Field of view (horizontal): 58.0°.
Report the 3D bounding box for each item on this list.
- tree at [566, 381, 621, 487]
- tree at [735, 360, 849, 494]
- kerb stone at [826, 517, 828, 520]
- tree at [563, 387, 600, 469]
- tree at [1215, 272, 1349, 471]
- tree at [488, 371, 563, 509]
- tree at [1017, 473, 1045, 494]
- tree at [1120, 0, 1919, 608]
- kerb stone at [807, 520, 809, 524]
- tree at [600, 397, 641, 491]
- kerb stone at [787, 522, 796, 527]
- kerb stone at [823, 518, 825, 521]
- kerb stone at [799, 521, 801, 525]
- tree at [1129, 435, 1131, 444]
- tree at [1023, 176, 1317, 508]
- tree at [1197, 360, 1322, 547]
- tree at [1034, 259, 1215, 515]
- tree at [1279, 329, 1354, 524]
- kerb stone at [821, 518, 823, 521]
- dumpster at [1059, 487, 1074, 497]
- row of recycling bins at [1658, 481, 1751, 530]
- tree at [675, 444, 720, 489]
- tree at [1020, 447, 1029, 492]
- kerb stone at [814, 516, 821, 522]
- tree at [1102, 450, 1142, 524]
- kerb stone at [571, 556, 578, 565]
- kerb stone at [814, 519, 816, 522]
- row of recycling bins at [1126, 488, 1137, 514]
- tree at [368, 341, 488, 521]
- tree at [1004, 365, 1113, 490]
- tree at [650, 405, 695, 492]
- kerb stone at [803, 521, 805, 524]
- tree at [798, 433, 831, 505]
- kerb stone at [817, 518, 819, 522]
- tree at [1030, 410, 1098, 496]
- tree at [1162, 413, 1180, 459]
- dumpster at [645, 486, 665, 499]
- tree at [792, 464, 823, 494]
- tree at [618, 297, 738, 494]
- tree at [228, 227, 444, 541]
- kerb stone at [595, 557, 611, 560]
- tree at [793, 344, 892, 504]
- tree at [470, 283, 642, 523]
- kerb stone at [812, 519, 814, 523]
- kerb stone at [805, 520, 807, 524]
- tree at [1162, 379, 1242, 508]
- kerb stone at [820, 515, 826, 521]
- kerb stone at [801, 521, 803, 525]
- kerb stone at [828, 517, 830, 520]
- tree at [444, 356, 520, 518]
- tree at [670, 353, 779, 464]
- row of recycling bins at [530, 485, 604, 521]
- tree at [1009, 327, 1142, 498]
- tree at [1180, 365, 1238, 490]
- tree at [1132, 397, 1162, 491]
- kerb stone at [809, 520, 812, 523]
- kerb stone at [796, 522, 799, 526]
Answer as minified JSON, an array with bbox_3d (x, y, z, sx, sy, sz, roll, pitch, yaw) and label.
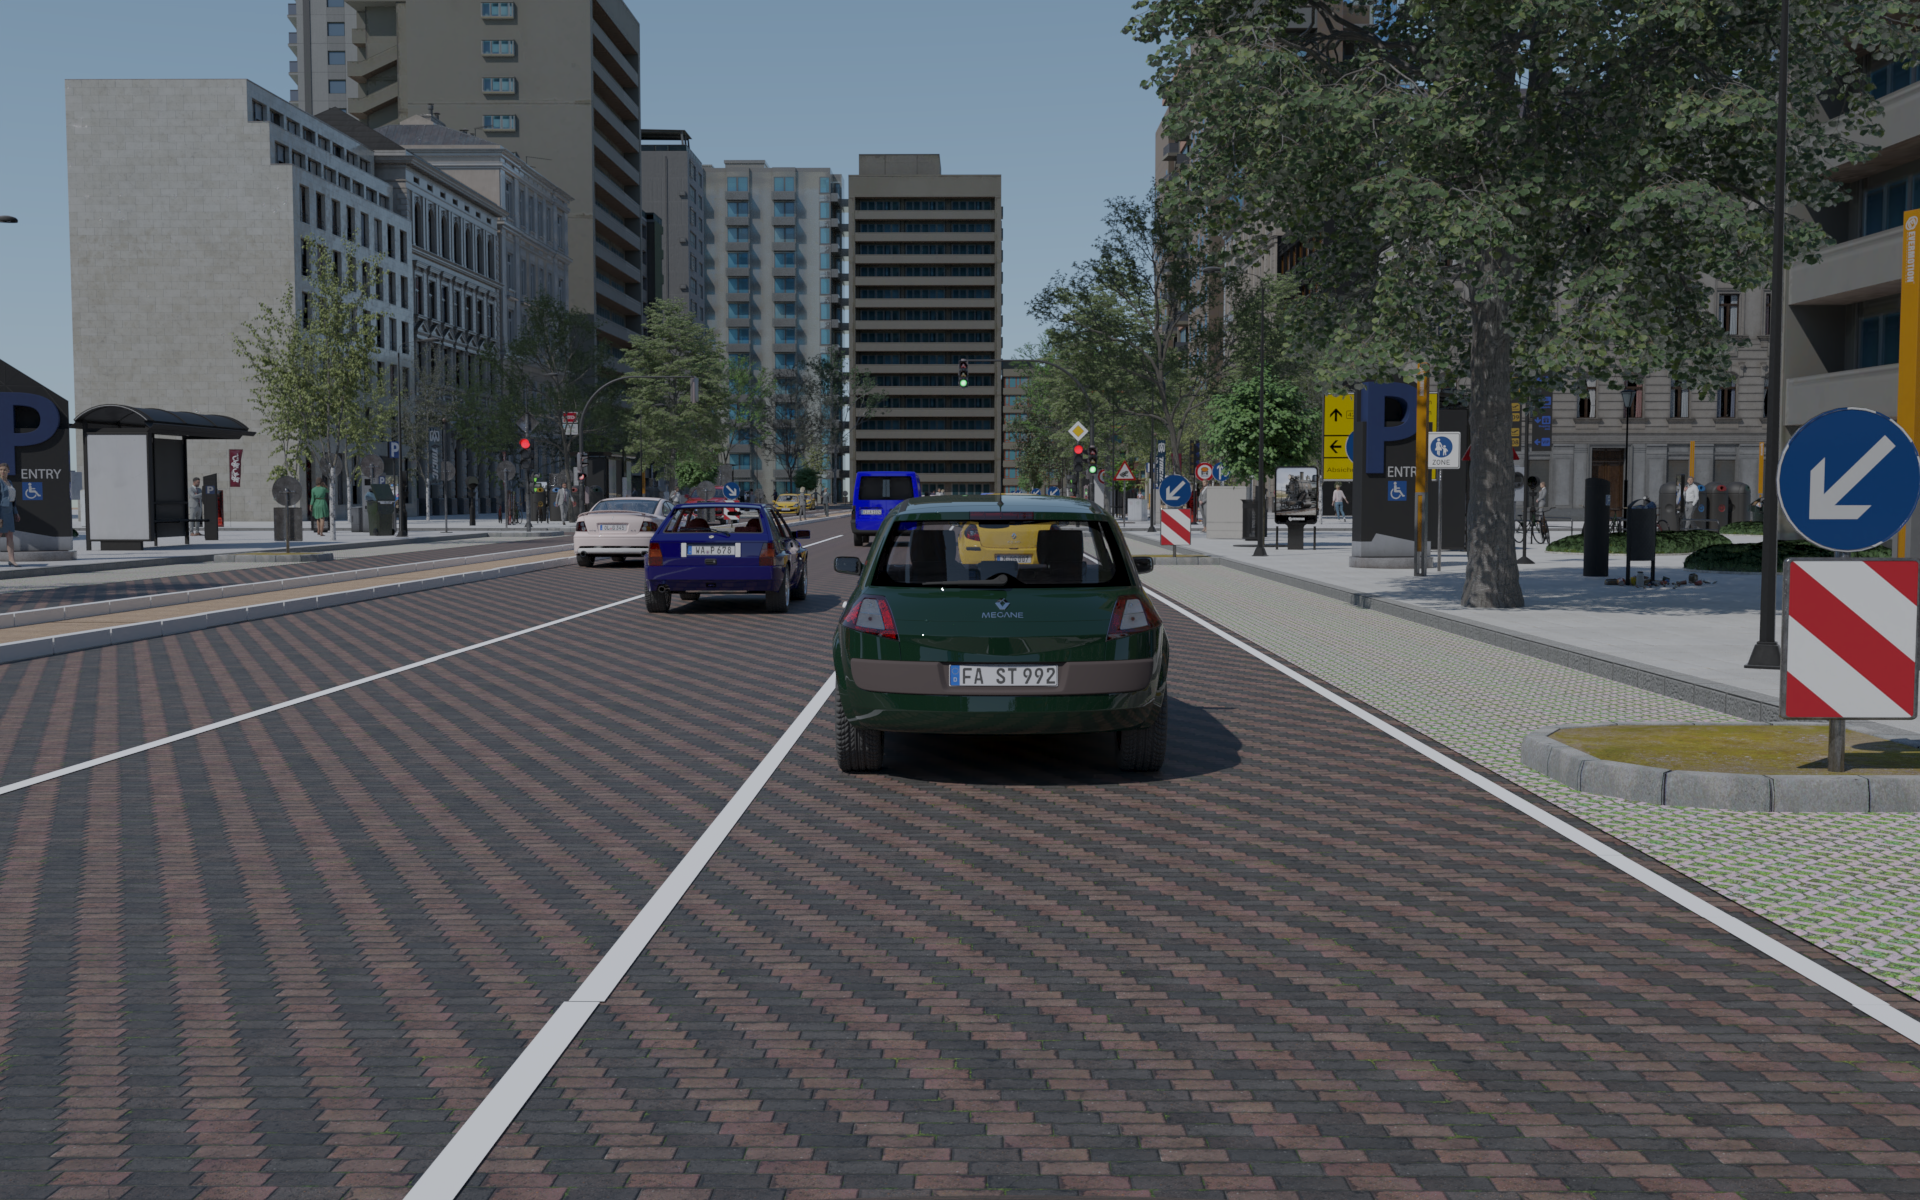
[{"bbox_3d":[-23.884,-9.888,112.034,4.737,8.622,4.395,0,3,0],"label":"tree"},{"bbox_3d":[-15.634,-15.258,159.845,12.009,13.543,11.850,0,3,0],"label":"tree"},{"bbox_3d":[-7.352,-4.359,93.461,0.120,0.150,1.000,0,4,1],"label":"kerb stone"},{"bbox_3d":[-24.396,-9.544,106.410,4.360,8.622,3.978,0,3,0],"label":"tree"},{"bbox_3d":[16.539,-10.482,89.514,7.486,12.596,7.792,0,3,0],"label":"tree"},{"bbox_3d":[-26.177,-9.160,100.132,4.360,8.622,3.978,0,3,0],"label":"tree"},{"bbox_3d":[8.633,-13.916,211.236,4.285,4.588,4.351,0,3,0],"label":"tree"},{"bbox_3d":[6.081,-6.887,19.259,9.857,13.997,8.962,0,3,0],"label":"tree"},{"bbox_3d":[-7.460,-3.730,83.180,0.120,0.150,1.000,0,4,1],"label":"kerb stone"},{"bbox_3d":[-25.098,-10.503,122.083,4.360,8.622,3.978,0,3,0],"label":"tree"},{"bbox_3d":[-7.518,-3.354,77.034,0.120,0.150,1.000,0,4,1],"label":"kerb stone"},{"bbox_3d":[-7.375,-4.233,91.406,0.120,0.150,1.000,0,4,1],"label":"kerb stone"},{"bbox_3d":[-7.507,-3.480,79.088,0.120,0.150,1.000,0,4,1],"label":"kerb stone"},{"bbox_3d":[14.488,-10.834,127.496,4.737,8.622,4.395,0,3,0],"label":"tree"},{"bbox_3d":[6.363,-7.096,50.437,8.767,10.594,7.601,-1,4,-19],"label":"tree"},{"bbox_3d":[7.324,-3.582,42.273,4.285,4.588,4.351,0,3,0],"label":"tree"},{"bbox_3d":[7.281,-10.084,82.998,7.486,12.596,7.792,0,3,0],"label":"tree"},{"bbox_3d":[15.097,-7.492,72.852,4.360,8.622,3.978,0,3,0],"label":"tree"},{"bbox_3d":[-7.378,-4.170,90.380,0.120,0.150,1.000,0,4,1],"label":"kerb stone"},{"bbox_3d":[8.619,-8.212,140.022,1.264,1.857,1.865,0,4,1],"label":"dumpster"},{"bbox_3d":[24.643,-3.077,57.414,3.534,1.692,1.069,-1,4,-21],"label":"row of recycling bins"},{"bbox_3d":[-16.516,-7.641,108.641,4.285,4.588,4.351,0,3,0],"label":"tree"},{"bbox_3d":[7.951,-14.468,186.919,4.360,8.622,3.978,0,3,0],"label":"tree"},{"bbox_3d":[-7.399,-4.105,89.349,0.120,0.150,1.000,0,4,1],"label":"kerb stone"},{"bbox_3d":[7.031,-4.967,75.813,1.663,3.219,1.824,0,3,0],"label":"tree"},{"bbox_3d":[-7.947,-0.805,35.487,0.120,0.150,1.000,0,4,1],"label":"kerb stone"},{"bbox_3d":[-7.426,-3.918,86.254,0.120,0.150,1.000,0,4,1],"label":"kerb stone"},{"bbox_3d":[10.719,-6.377,111.372,1.069,1.692,3.534,1,4,15],"label":"row of recycling bins"},{"bbox_3d":[-25.701,-8.095,82.718,4.360,8.622,3.978,0,3,0],"label":"tree"},{"bbox_3d":[8.511,-14.150,148.357,9.611,12.733,9.660,0,3,0],"label":"tree"},{"bbox_3d":[-23.324,-11.542,139.074,4.737,8.622,4.395,0,3,0],"label":"tree"},{"bbox_3d":[-7.480,-3.601,81.136,0.120,0.150,1.000,0,4,1],"label":"kerb stone"},{"bbox_3d":[-16.506,-15.156,198.170,4.737,8.622,4.395,0,3,0],"label":"tree"},{"bbox_3d":[-7.410,-4.044,88.310,0.120,0.150,1.000,0,4,1],"label":"kerb stone"},{"bbox_3d":[8.201,-10.930,129.064,4.360,8.622,3.978,0,3,0],"label":"tree"},{"bbox_3d":[15.600,-10.143,116.194,4.360,8.622,3.978,0,3,0],"label":"tree"},{"bbox_3d":[-20.380,-6.685,115.050,1.264,1.857,1.865,0,4,1],"label":"dumpster"},{"bbox_3d":[-16.216,-12.242,183.877,4.285,4.588,4.351,0,3,0],"label":"tree"},{"bbox_3d":[-16.377,-11.142,100.290,7.486,12.596,7.792,0,3,0],"label":"tree"},{"bbox_3d":[-17.487,-5.951,47.663,4.737,8.622,4.395,0,3,0],"label":"tree"},{"bbox_3d":[-7.910,-1.001,38.559,0.120,0.150,1.000,0,4,1],"label":"kerb stone"},{"bbox_3d":[-14.845,-22.056,216.507,12.611,20.169,13.585,0,3,0],"label":"tree"},{"bbox_3d":[-17.643,-8.725,77.061,7.601,10.594,8.767,0,4,7],"label":"tree"},{"bbox_3d":[-7.439,-3.855,85.224,0.120,0.150,1.000,0,4,1],"label":"kerb stone"},{"bbox_3d":[-7.474,-3.663,82.158,0.120,0.150,1.000,0,4,1],"label":"kerb stone"},{"bbox_3d":[15.594,-9.766,110.029,4.737,8.622,4.395,0,3,0],"label":"tree"},{"bbox_3d":[-7.370,-4.296,92.436,0.120,0.150,1.000,0,4,1],"label":"kerb stone"},{"bbox_3d":[-7.486,-3.542,80.110,0.120,0.150,1.000,0,4,1],"label":"kerb stone"},{"bbox_3d":[-7.343,-4.414,94.489,0.120,0.150,1.000,0,4,1],"label":"kerb stone"},{"bbox_3d":[-25.669,-8.676,92.209,4.737,8.622,4.395,0,3,0],"label":"tree"},{"bbox_3d":[-17.138,-12.148,124.379,9.928,11.665,9.643,0,3,0],"label":"tree"},{"bbox_3d":[-18.558,-4.559,81.660,3.534,1.692,1.069,0,4,-1],"label":"row of recycling bins"},{"bbox_3d":[7.105,-10.925,104.372,9.928,11.665,9.643,0,3,0],"label":"tree"},{"bbox_3d":[14.589,-8.931,96.384,4.360,8.622,3.978,0,3,0],"label":"tree"},{"bbox_3d":[14.807,-10.474,121.610,4.737,8.622,4.395,0,3,0],"label":"tree"},{"bbox_3d":[-7.443,-3.792,84.202,0.120,0.150,1.000,0,4,1],"label":"kerb stone"},{"bbox_3d":[-7.503,-3.416,78.065,0.120,0.150,1.000,0,4,1],"label":"kerb stone"}]
